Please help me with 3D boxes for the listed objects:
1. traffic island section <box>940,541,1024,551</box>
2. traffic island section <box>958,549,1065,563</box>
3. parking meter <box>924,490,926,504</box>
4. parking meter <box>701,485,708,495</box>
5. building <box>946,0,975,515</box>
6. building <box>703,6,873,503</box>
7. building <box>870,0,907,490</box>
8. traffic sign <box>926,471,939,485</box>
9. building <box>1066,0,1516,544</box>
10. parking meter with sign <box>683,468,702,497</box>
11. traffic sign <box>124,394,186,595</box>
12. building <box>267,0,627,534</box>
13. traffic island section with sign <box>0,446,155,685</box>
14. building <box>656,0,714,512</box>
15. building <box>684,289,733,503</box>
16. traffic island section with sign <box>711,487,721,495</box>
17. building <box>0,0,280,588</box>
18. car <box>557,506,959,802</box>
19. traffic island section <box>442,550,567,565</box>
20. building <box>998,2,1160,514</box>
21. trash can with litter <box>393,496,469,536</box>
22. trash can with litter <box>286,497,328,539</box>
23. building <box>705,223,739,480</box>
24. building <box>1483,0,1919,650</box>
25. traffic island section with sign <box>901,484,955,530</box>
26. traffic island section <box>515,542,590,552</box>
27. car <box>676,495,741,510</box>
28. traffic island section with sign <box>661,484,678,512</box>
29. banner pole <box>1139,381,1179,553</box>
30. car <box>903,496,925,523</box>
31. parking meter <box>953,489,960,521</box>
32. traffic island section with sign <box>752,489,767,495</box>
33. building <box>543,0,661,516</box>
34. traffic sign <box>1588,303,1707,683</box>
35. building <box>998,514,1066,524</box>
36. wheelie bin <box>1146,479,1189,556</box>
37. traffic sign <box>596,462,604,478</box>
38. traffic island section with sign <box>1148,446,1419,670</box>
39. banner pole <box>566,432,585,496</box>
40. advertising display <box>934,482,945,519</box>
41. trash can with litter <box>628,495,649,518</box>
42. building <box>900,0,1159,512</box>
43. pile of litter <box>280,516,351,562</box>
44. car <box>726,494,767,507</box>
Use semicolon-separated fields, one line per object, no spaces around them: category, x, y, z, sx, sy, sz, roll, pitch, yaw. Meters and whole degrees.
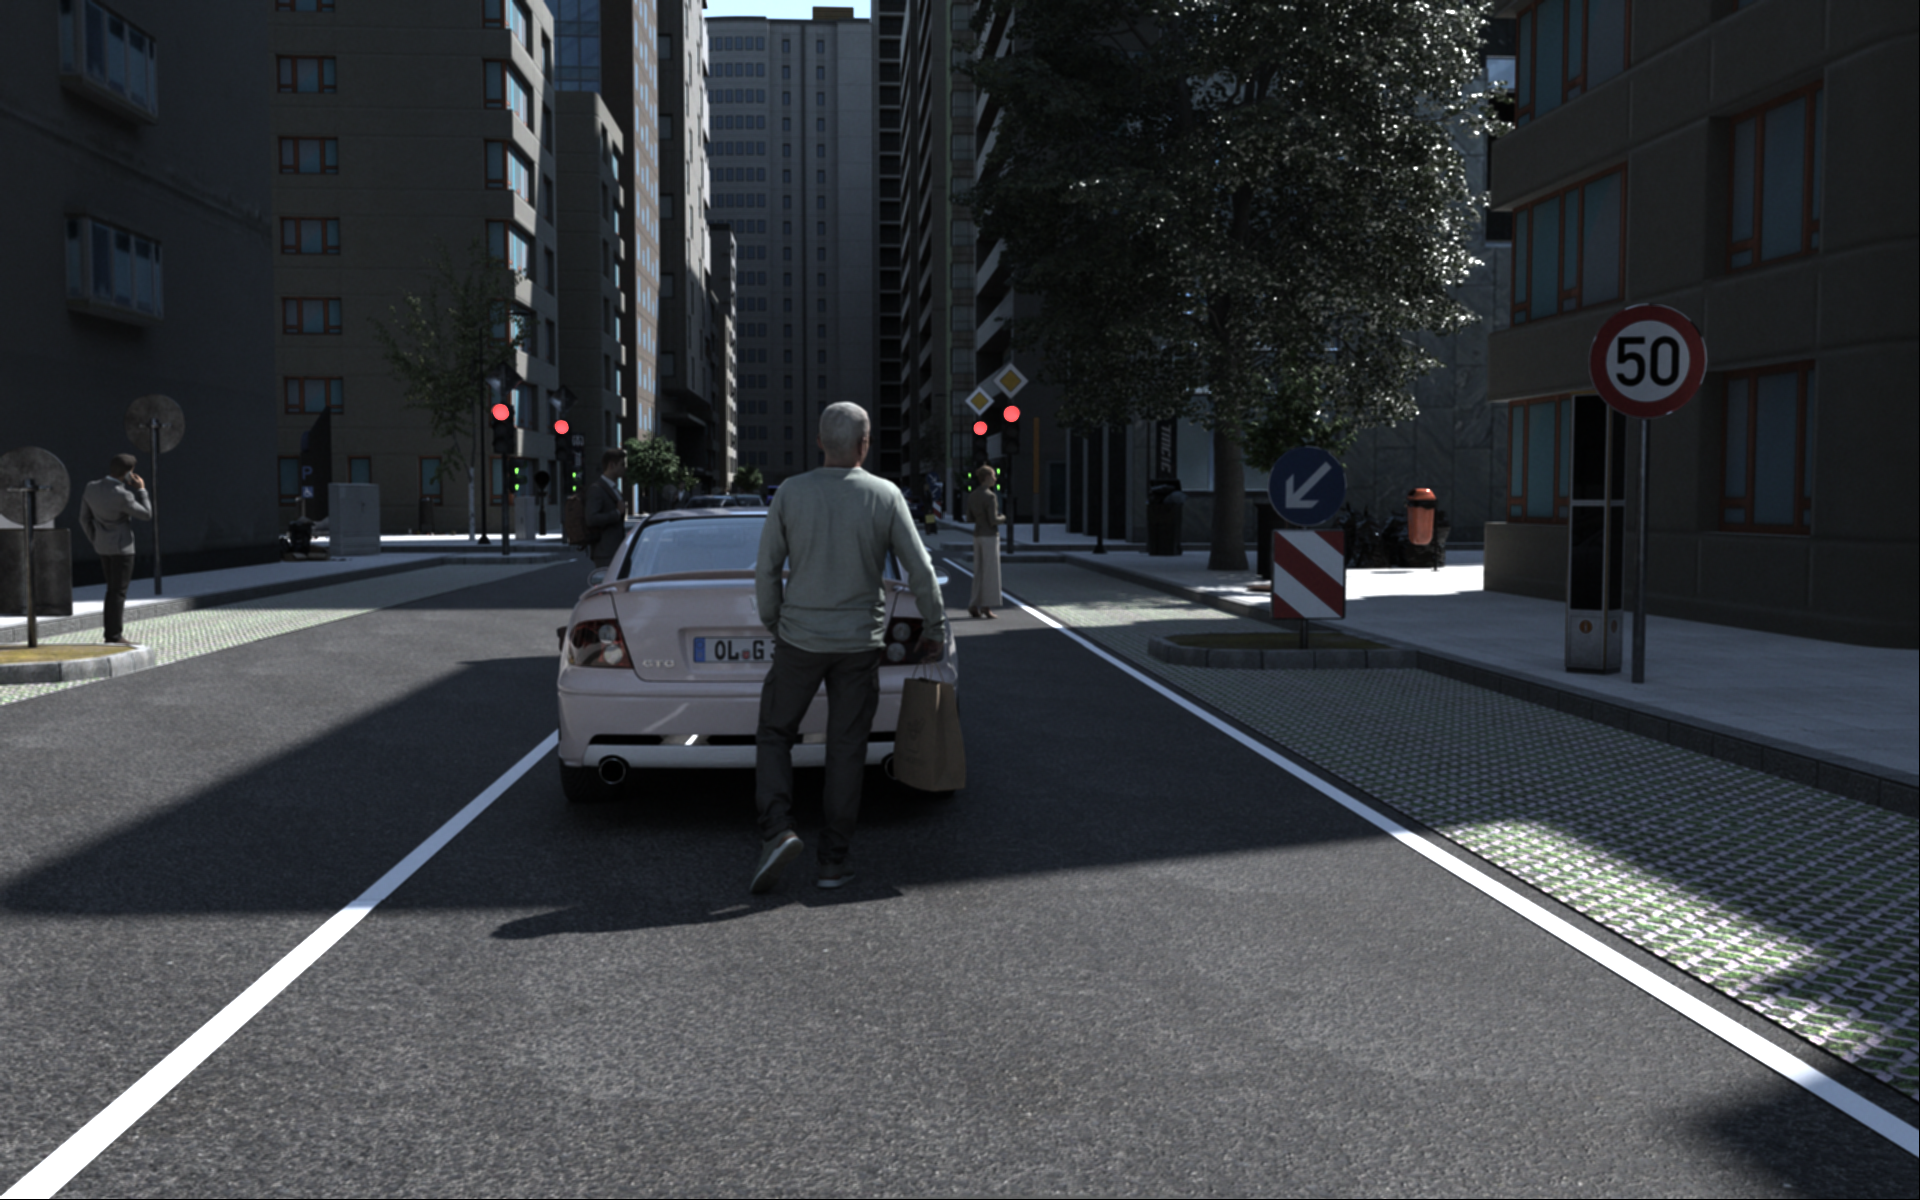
traffic island section;0.527;-1.398;45.137;2.009;0.180;2.903;0;4;-4
traffic island section;1.097;-0.911;37.172;2.009;0.180;2.903;0;4;-4
parking meter;-1.982;-5.833;101.080;0.255;1.863;0.399;0;4;1
parking meter;-16.983;-6.693;115.135;0.399;1.863;0.255;2;4;24
building;6.016;-26.085;110.080;14.154;41.232;14.086;0;4;-4
building;-24.990;-41.035;212.922;28.212;58.520;21.231;0;4;-4
building;-0.629;-47.452;214.096;20.611;71.187;20.563;0;4;-4
traffic sign;-1.539;-5.963;97.599;0.768;2.556;0.104;0;4;-4
building;19.126;-45.370;54.473;31.000;86.520;22.319;0;4;-4
parking meter with sign;-17.866;-7.426;117.681;1.738;3.016;0.543;0;4;1
traffic sign;-10.217;-1.338;21.990;0.768;2.556;0.104;0;4;-3
building;-28.947;-13.650;68.218;27.650;21.520;28.899;0;4;-4
traffic island section with sign;-7.624;-0.315;13.773;1.989;1.847;2.006;0;4;-4
building;-33.207;-33.131;130.928;28.713;52.752;27.495;0;4;-4
building;-35.785;-19.258;159.913;27.650;21.520;28.899;0;4;-4
traffic island section with sign;-13.581;-5.405;96.991;1.989;1.847;2.006;0;4;-4
building;-22.495;-24.222;19.735;21.600;48.544;21.300;0;4;-4
car;-1.049;0.175;9.504;2.083;1.381;4.827;0;4;-5
traffic island section;-9.568;-0.865;36.416;2.009;0.180;2.903;0;4;-4
building;7.796;-31.515;138.974;21.300;48.544;21.600;0;4;-4
trash can with litter;-16.345;-2.618;53.858;2.233;1.210;1.678;1;4;22
trash can with litter;-18.775;-2.322;49.030;1.678;1.210;2.233;-1;4;-22
building;-30.990;-25.343;186.057;14.107;30.474;14.160;0;4;-4
building;21.807;-10.032;9.069;27.650;21.520;28.899;0;4;-4
traffic island section with sign;-1.218;-3.734;69.674;1.989;1.847;2.006;0;4;-4
traffic island section;-10.138;-1.352;44.381;2.009;0.180;2.903;0;4;-4
car;-6.812;-2.190;47.804;2.014;1.417;4.499;0;4;-4
traffic island section with sign;-11.625;-3.728;69.589;1.989;1.847;2.006;0;4;-4
banner pole;4.342;-2.923;37.806;0.863;3.779;0.401;0;4;-2
car;-2.583;-4.499;86.146;1.945;1.354;3.894;0;4;-4
parking meter;-0.149;-4.591;83.474;0.372;1.533;0.369;0;3;0
traffic island section with sign;-17.086;-8.396;145.904;1.989;1.847;2.006;0;4;-4
building;-26.437;-27.991;107.761;14.600;45.320;14.200;0;4;-4
traffic sign;4.606;-0.708;11.689;0.768;2.556;0.104;0;4;6
building;12.162;-28.179;84.435;21.300;48.544;21.600;0;4;-4
wheelie bin;4.295;-1.727;36.143;0.980;1.594;0.693;2;4;24
traffic sign;-13.325;-3.989;65.324;0.768;2.556;0.104;0;4;-2
traffic island section with sign;2.694;-0.390;15.002;1.989;1.847;2.006;0;4;-4
banner pole;-13.698;-4.368;61.440;0.863;3.779;0.401;-1;4;-12
advertising display;-1.061;-5.176;89.840;0.123;1.923;0.974;-2;4;-30
trash can with litter;-17.364;-5.048;93.594;2.233;1.210;1.678;0;4;-3
building;5.556;-32.827;160.429;21.300;48.544;21.600;0;4;-4
pile of litter;-12.601;-1.177;33.207;1.719;0.858;1.176;0;4;-7
car;-6.846;-2.604;54.367;2.131;1.459;4.920;0;4;-6
